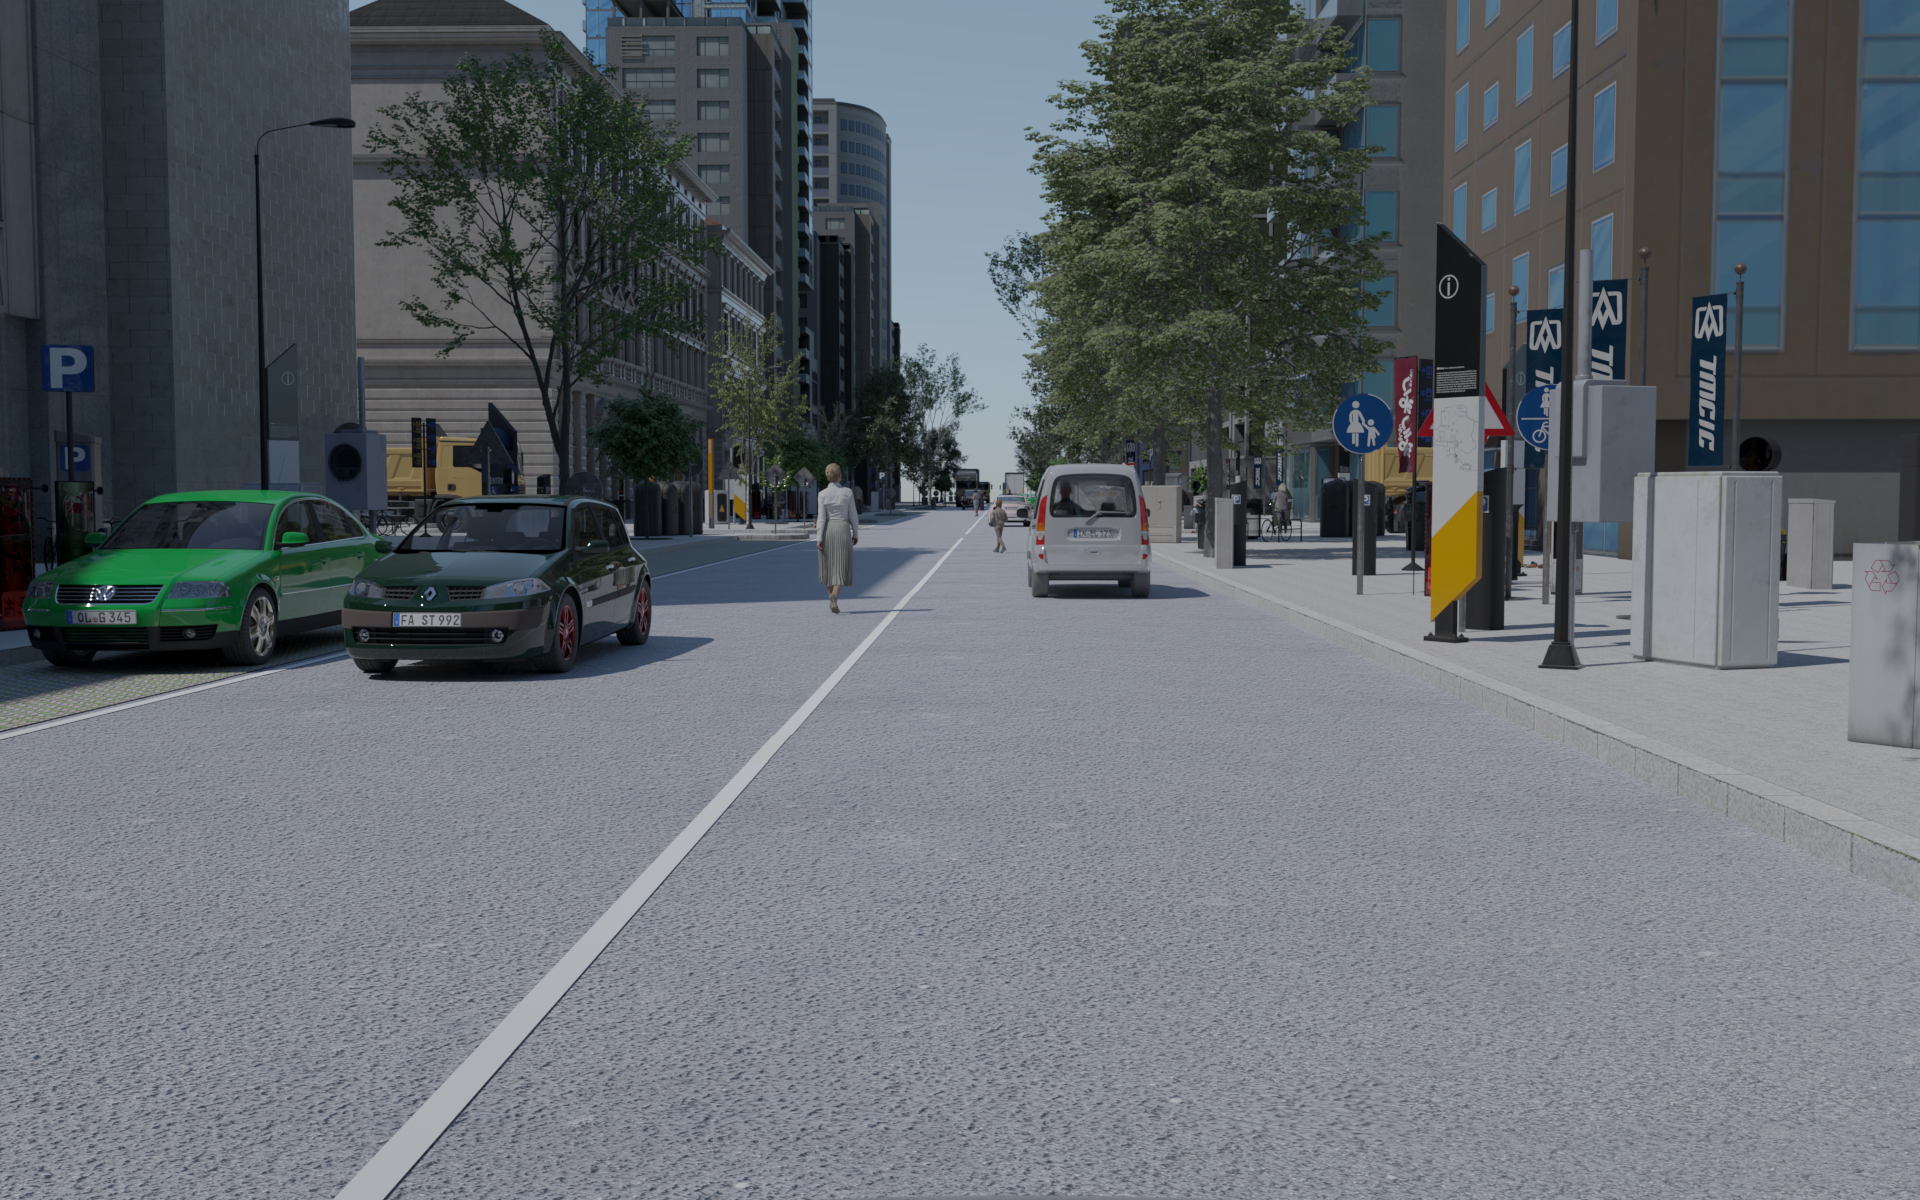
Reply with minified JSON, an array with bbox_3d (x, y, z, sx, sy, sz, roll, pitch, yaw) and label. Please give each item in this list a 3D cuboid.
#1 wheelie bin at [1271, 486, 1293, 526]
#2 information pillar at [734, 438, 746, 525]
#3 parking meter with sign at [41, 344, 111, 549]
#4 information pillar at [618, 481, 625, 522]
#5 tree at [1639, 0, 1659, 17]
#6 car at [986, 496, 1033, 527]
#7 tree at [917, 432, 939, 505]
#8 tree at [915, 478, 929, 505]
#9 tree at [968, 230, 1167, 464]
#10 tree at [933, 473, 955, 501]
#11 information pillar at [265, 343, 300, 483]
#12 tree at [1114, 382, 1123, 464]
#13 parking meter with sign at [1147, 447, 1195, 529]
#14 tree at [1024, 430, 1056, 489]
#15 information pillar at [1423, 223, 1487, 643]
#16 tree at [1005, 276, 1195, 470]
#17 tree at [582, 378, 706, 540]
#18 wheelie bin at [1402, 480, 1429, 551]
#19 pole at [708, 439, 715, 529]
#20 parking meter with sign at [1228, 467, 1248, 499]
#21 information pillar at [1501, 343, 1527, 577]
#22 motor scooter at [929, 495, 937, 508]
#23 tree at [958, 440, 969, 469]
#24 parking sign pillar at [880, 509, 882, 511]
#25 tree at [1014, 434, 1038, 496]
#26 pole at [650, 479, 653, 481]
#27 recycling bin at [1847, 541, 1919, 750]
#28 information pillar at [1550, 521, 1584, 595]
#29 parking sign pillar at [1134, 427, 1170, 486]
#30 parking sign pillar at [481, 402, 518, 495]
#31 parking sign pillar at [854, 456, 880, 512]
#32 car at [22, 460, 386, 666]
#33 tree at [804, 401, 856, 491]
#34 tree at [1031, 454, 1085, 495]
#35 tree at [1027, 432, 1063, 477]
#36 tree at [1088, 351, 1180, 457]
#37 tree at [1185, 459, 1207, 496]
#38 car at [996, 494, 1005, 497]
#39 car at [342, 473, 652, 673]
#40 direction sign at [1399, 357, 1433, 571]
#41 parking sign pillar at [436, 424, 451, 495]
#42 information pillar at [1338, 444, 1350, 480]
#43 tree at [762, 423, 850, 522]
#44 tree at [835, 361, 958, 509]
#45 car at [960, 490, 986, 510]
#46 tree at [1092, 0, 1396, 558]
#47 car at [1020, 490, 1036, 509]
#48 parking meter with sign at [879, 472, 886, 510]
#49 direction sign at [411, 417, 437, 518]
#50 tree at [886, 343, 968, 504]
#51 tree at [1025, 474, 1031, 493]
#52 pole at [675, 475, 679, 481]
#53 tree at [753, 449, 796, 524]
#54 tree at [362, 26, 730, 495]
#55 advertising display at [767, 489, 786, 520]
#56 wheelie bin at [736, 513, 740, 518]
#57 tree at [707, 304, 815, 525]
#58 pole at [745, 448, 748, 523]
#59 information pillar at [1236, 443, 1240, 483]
[{"bbox_3d":[12.941,-3.787,69.830,0.980,1.594,0.693,-3,5,-41],"label":"wheelie bin"},{"bbox_3d":[-9.194,-4.955,72.374,0.504,3.616,0.183,0,4,-6],"label":"information pillar"},{"bbox_3d":[-10.698,-1.519,21.093,0.543,3.016,1.738,-1,4,-19],"label":"parking meter with sign"},{"bbox_3d":[-15.512,-4.582,79.409,0.304,2.012,0.304,0,4,-6],"label":"information pillar"},{"bbox_3d":[5.007,-4.345,5.457,8.767,10.594,7.601,-2,4,-31],"label":"tree"},{"bbox_3d":[2.226,-3.973,77.313,2.083,1.381,4.827,0,4,0],"label":"car"},{"bbox_3d":[-4.520,-14.999,195.598,4.737,8.622,4.395,0,3,0],"label":"tree"},{"bbox_3d":[-4.447,-13.002,207.180,1.663,3.219,1.824,0,3,0],"label":"tree"},{"bbox_3d":[8.203,-15.557,110.251,12.611,20.169,13.585,0,3,0],"label":"tree"},{"bbox_3d":[-2.357,-18.721,289.806,4.285,4.588,4.351,0,3,0],"label":"tree"},{"bbox_3d":[-10.467,-2.169,26.822,0.183,3.616,0.504,3,5,44],"label":"information pillar"},{"bbox_3d":[9.565,-8.879,95.530,4.737,8.622,4.395,0,3,0],"label":"tree"},{"bbox_3d":[7.744,-4.105,63.383,1.738,3.016,0.543,1,4,22],"label":"parking meter with sign"},{"bbox_3d":[9.200,-14.479,187.099,4.737,8.622,4.395,0,3,0],"label":"tree"},{"bbox_3d":[4.273,-1.439,14.883,0.183,3.616,0.504,-3,4,-36],"label":"information pillar"},{"bbox_3d":[7.273,-10.415,87.300,9.611,12.733,9.660,0,3,0],"label":"tree"},{"bbox_3d":[-8.914,-3.992,48.980,4.285,4.588,4.351,0,3,0],"label":"tree"},{"bbox_3d":[10.450,-1.914,39.207,0.693,1.594,0.980,-1,4,-18],"label":"wheelie bin"},{"bbox_3d":[-9.219,-4.303,64.194,0.158,3.312,0.155,0,3,0],"label":"pole"},{"bbox_3d":[17.435,-6.983,110.425,1.738,3.016,0.543,1,4,10],"label":"parking meter with sign"},{"bbox_3d":[8.579,-2.170,26.827,0.504,3.616,0.183,-2,4,-32],"label":"information pillar"},{"bbox_3d":[-2.718,-9.962,175.650,0.815,1.314,1.986,0,4,3],"label":"motor scooter"},{"bbox_3d":[-3.036,-22.296,281.554,9.611,12.733,9.660,0,3,0],"label":"tree"},{"bbox_3d":[-6.497,-8.547,128.210,1.447,3.967,1.447,0,4,-7],"label":"parking sign pillar"},{"bbox_3d":[11.998,-21.103,270.782,9.928,11.665,9.643,0,3,0],"label":"tree"},{"bbox_3d":[-11.700,-4.400,65.784,0.158,3.312,0.155,0,3,0],"label":"pole"},{"bbox_3d":[5.090,0.224,8.885,0.722,1.027,0.722,-2,4,-35],"label":"recycling bin"},{"bbox_3d":[7.722,-1.071,21.998,0.304,2.012,0.304,3,5,45],"label":"information pillar"},{"bbox_3d":[7.338,-4.763,66.340,1.447,3.967,1.447,2,4,26],"label":"parking sign pillar"},{"bbox_3d":[-13.436,-3.795,50.526,1.447,3.967,1.447,3,5,43],"label":"parking sign pillar"},{"bbox_3d":[-6.874,-8.193,122.431,1.447,3.967,1.447,3,5,42],"label":"parking sign pillar"},{"bbox_3d":[-6.666,-0.427,15.782,1.959,1.807,4.718,0,4,0],"label":"car"},{"bbox_3d":[-10.334,-11.390,136.595,4.360,8.622,3.978,0,3,0],"label":"tree"},{"bbox_3d":[7.961,-8.816,127.858,4.285,4.588,4.351,0,3,0],"label":"tree"},{"bbox_3d":[8.039,-12.834,160.201,4.360,8.622,3.978,0,3,0],"label":"tree"},{"bbox_3d":[7.484,-7.576,74.222,4.360,8.622,3.978,0,3,0],"label":"tree"},{"bbox_3d":[13.288,-6.220,96.299,1.663,3.219,1.824,0,3,0],"label":"tree"},{"bbox_3d":[6.637,-15.626,267.288,2.131,1.459,4.920,0,4,3],"label":"car"},{"bbox_3d":[-3.919,-0.328,15.148,2.009,1.686,4.222,0,4,3],"label":"car"},{"bbox_3d":[7.597,-2.259,28.938,0.876,3.537,0.379,-3,4,-38],"label":"direction sign"},{"bbox_3d":[-19.648,-4.725,65.718,1.447,3.967,1.447,-3,5,-42],"label":"parking sign pillar"},{"bbox_3d":[15.131,-4.702,68.224,0.504,3.616,0.183,-1,4,-19],"label":"information pillar"},{"bbox_3d":[-7.561,-5.875,79.771,4.285,4.588,4.351,0,3,0],"label":"tree"},{"bbox_3d":[-6.615,-14.215,149.421,9.611,12.733,9.660,0,3,0],"label":"tree"},{"bbox_3d":[1.184,-9.158,158.401,2.281,1.827,5.304,0,3,0],"label":"car"},{"bbox_3d":[4.754,-7.148,35.002,7.486,12.596,7.792,0,3,0],"label":"tree"},{"bbox_3d":[5.584,-8.201,142.883,1.959,1.807,4.718,0,4,3],"label":"car"},{"bbox_3d":[-6.276,-8.657,137.807,0.543,3.016,1.738,0,4,3],"label":"parking meter with sign"},{"bbox_3d":[-15.923,-3.640,51.515,0.379,3.537,0.876,2,4,34],"label":"direction sign"},{"bbox_3d":[-3.657,-21.940,214.605,12.611,20.169,13.585,0,3,0],"label":"tree"},{"bbox_3d":[9.417,-11.074,164.770,4.285,4.588,4.351,0,3,0],"label":"tree"},{"bbox_3d":[-14.645,-5.862,89.692,0.158,3.312,0.155,0,3,0],"label":"pole"},{"bbox_3d":[-7.747,-4.853,73.950,1.663,3.219,1.824,0,3,0],"label":"tree"},{"bbox_3d":[-9.398,-6.998,40.169,9.928,11.665,9.643,0,3,0],"label":"tree"},{"bbox_3d":[-9.251,-5.016,87.228,0.974,1.923,0.123,0,4,0],"label":"advertising display"},{"bbox_3d":[-11.659,-5.145,92.029,0.980,1.594,0.693,0,4,-2],"label":"wheelie bin"},{"bbox_3d":[-8.186,-7.219,68.393,4.737,8.622,4.395,0,3,0],"label":"tree"},{"bbox_3d":[-9.591,-5.109,77.379,0.158,3.312,0.155,0,3,0],"label":"pole"},{"bbox_3d":[12.689,-5.370,79.150,0.183,3.616,0.504,0,4,-5],"label":"information pillar"}]
